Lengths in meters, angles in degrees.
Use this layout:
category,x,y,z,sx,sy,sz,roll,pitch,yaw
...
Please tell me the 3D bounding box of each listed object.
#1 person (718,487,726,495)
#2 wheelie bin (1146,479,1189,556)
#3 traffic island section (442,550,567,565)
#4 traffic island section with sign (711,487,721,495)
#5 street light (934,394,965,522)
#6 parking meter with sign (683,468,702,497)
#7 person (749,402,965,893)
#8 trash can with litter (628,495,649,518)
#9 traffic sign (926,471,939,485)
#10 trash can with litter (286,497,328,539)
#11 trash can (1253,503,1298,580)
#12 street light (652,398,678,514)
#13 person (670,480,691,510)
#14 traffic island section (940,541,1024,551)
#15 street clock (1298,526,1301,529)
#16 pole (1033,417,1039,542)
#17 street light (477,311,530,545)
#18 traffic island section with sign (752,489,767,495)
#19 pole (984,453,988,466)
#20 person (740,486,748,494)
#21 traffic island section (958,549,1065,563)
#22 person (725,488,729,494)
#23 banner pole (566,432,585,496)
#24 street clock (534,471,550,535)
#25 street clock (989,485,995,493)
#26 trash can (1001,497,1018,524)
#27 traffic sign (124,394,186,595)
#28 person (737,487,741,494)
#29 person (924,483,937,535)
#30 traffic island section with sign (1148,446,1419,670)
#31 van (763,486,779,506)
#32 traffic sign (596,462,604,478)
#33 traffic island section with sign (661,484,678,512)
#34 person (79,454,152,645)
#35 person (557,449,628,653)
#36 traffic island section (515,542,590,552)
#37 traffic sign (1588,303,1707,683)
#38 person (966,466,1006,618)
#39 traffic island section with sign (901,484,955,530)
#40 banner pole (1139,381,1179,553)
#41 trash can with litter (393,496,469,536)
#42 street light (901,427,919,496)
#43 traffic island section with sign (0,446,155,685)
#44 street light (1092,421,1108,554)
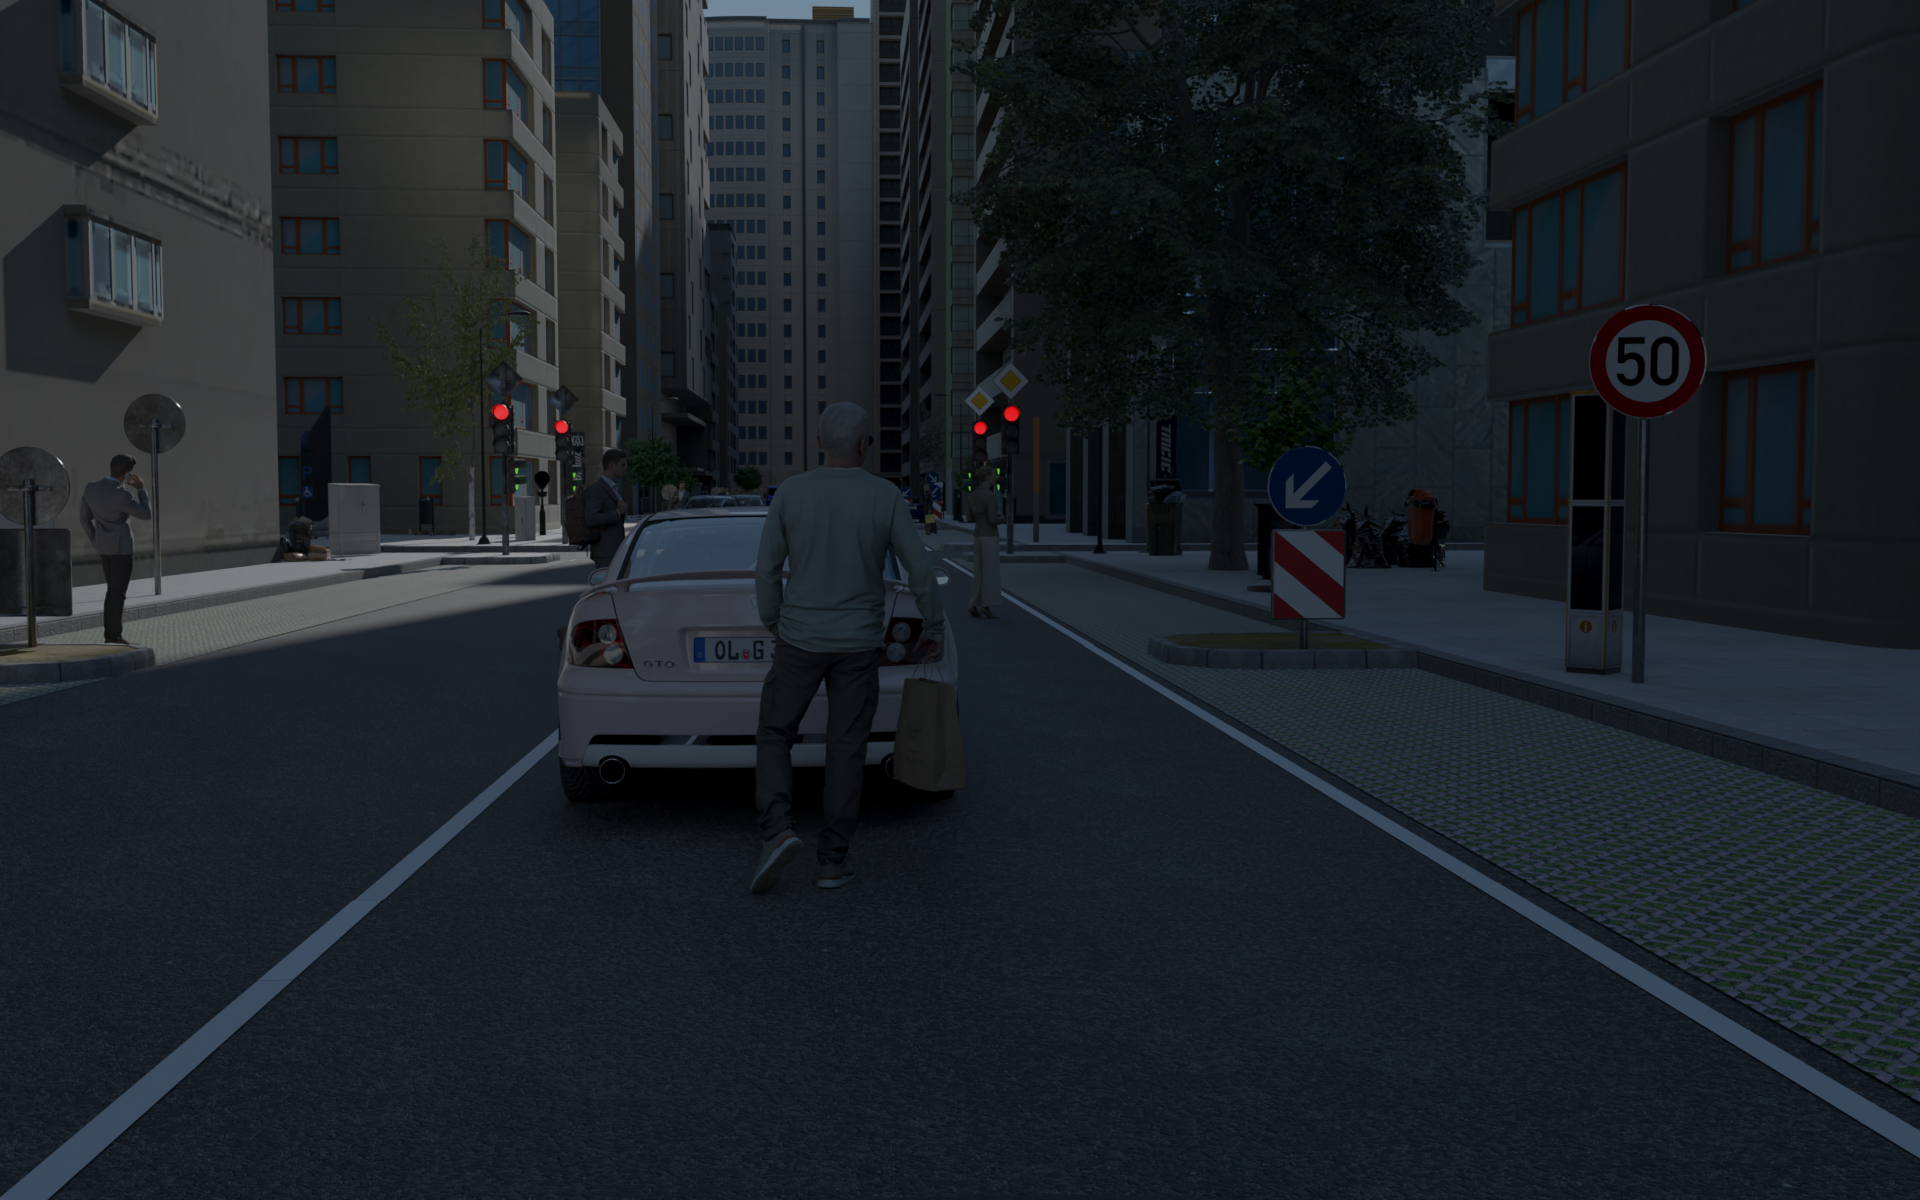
category,x,y,z,sx,sy,sz,roll,pitch,yaw
person,-12.704,-5.278,95.017,1.509,1.804,0.699,2,4,29
wheelie bin,4.295,-1.727,36.143,0.980,1.594,0.693,2,4,24
traffic island section,-9.568,-0.865,36.416,2.009,0.180,2.903,0,4,-4
traffic island section with sign,-13.581,-5.405,96.991,1.989,1.847,2.006,0,4,-4
street light,-0.496,-6.586,80.217,1.470,5.913,1.316,0,4,-4
parking meter with sign,-17.866,-7.426,117.681,1.738,3.016,0.543,0,4,1
person,-0.374,0.163,6.326,0.782,1.767,0.515,0,4,-4
trash can with litter,-17.364,-5.048,93.594,2.233,1.210,1.678,0,4,-3
traffic sign,-1.539,-5.963,97.599,0.768,2.556,0.104,0,4,-4
trash can with litter,-18.775,-2.322,49.030,1.678,1.210,2.233,-1,4,-22
trash can,4.779,-0.880,26.049,0.748,1.137,0.748,0,3,0
street light,-14.305,-6.799,83.709,1.470,5.913,1.316,0,4,-4
person,-8.198,-2.595,50.891,0.622,1.834,0.822,-1,4,-14
traffic island section,0.527,-1.398,45.137,2.009,0.180,2.903,0,4,-4
street clock,7.247,-1.960,36.611,0.471,2.002,0.358,0,4,3
pole,2.027,-3.190,45.993,0.158,3.312,0.155,0,3,0
street light,-11.598,-4.373,44.033,1.470,5.913,1.316,0,4,-4
traffic island section with sign,-17.086,-8.396,145.904,1.989,1.847,2.006,0,4,-4
pole,1.292,-5.621,85.742,0.158,3.312,0.155,0,3,0
person,-9.606,-4.167,76.972,0.623,1.781,0.721,0,3,0
traffic island section,1.097,-0.911,37.172,2.009,0.180,2.903,0,4,-4
person,-14.364,-6.020,107.146,0.641,1.798,0.478,0,4,-6
banner pole,-13.698,-4.368,61.440,0.863,3.779,0.401,-1,4,-12
street clock,-12.973,-3.010,53.784,0.471,2.002,0.358,-1,4,-19
street clock,1.225,-4.087,71.390,0.471,2.002,0.358,1,4,11
trash can,2.099,-3.782,73.490,0.748,1.137,0.748,0,3,0
traffic sign,-10.217,-1.338,21.990,0.768,2.556,0.104,0,4,-3
person,-11.612,-5.099,92.044,0.590,1.801,0.661,0,4,6
person,-1.041,-3.181,60.719,0.699,1.804,1.509,1,4,14
traffic island section with sign,2.694,-0.390,15.002,1.989,1.847,2.006,0,4,-4
van,-13.167,-7.447,126.144,2.240,2.365,5.245,0,4,-6
traffic sign,-13.325,-3.989,65.324,0.768,2.556,0.104,0,4,-2
traffic island section with sign,-11.625,-3.728,69.589,1.989,1.847,2.006,0,4,-4
person,-7.850,-0.456,16.132,0.592,1.802,0.473,3,4,36
person,-3.149,-0.422,15.369,0.822,1.834,0.622,0,4,-6
traffic island section,-10.138,-1.352,44.381,2.009,0.180,2.903,0,4,-4
traffic sign,4.606,-0.708,11.689,0.768,2.556,0.104,0,4,6
person,0.327,-0.669,19.983,0.362,1.759,0.519,-3,4,-36
traffic island section with sign,-1.218,-3.734,69.674,1.989,1.847,2.006,0,4,-4
banner pole,4.342,-2.923,37.806,0.863,3.779,0.401,0,4,-2
trash can with litter,-16.345,-2.618,53.858,2.233,1.210,1.678,1,4,22
street light,-3.400,-8.999,119.669,1.470,5.913,1.316,0,4,-4
traffic island section with sign,-7.624,-0.315,13.773,1.989,1.847,2.006,0,4,-4
street light,2.477,-3.951,37.143,1.470,5.913,1.316,0,4,-4
